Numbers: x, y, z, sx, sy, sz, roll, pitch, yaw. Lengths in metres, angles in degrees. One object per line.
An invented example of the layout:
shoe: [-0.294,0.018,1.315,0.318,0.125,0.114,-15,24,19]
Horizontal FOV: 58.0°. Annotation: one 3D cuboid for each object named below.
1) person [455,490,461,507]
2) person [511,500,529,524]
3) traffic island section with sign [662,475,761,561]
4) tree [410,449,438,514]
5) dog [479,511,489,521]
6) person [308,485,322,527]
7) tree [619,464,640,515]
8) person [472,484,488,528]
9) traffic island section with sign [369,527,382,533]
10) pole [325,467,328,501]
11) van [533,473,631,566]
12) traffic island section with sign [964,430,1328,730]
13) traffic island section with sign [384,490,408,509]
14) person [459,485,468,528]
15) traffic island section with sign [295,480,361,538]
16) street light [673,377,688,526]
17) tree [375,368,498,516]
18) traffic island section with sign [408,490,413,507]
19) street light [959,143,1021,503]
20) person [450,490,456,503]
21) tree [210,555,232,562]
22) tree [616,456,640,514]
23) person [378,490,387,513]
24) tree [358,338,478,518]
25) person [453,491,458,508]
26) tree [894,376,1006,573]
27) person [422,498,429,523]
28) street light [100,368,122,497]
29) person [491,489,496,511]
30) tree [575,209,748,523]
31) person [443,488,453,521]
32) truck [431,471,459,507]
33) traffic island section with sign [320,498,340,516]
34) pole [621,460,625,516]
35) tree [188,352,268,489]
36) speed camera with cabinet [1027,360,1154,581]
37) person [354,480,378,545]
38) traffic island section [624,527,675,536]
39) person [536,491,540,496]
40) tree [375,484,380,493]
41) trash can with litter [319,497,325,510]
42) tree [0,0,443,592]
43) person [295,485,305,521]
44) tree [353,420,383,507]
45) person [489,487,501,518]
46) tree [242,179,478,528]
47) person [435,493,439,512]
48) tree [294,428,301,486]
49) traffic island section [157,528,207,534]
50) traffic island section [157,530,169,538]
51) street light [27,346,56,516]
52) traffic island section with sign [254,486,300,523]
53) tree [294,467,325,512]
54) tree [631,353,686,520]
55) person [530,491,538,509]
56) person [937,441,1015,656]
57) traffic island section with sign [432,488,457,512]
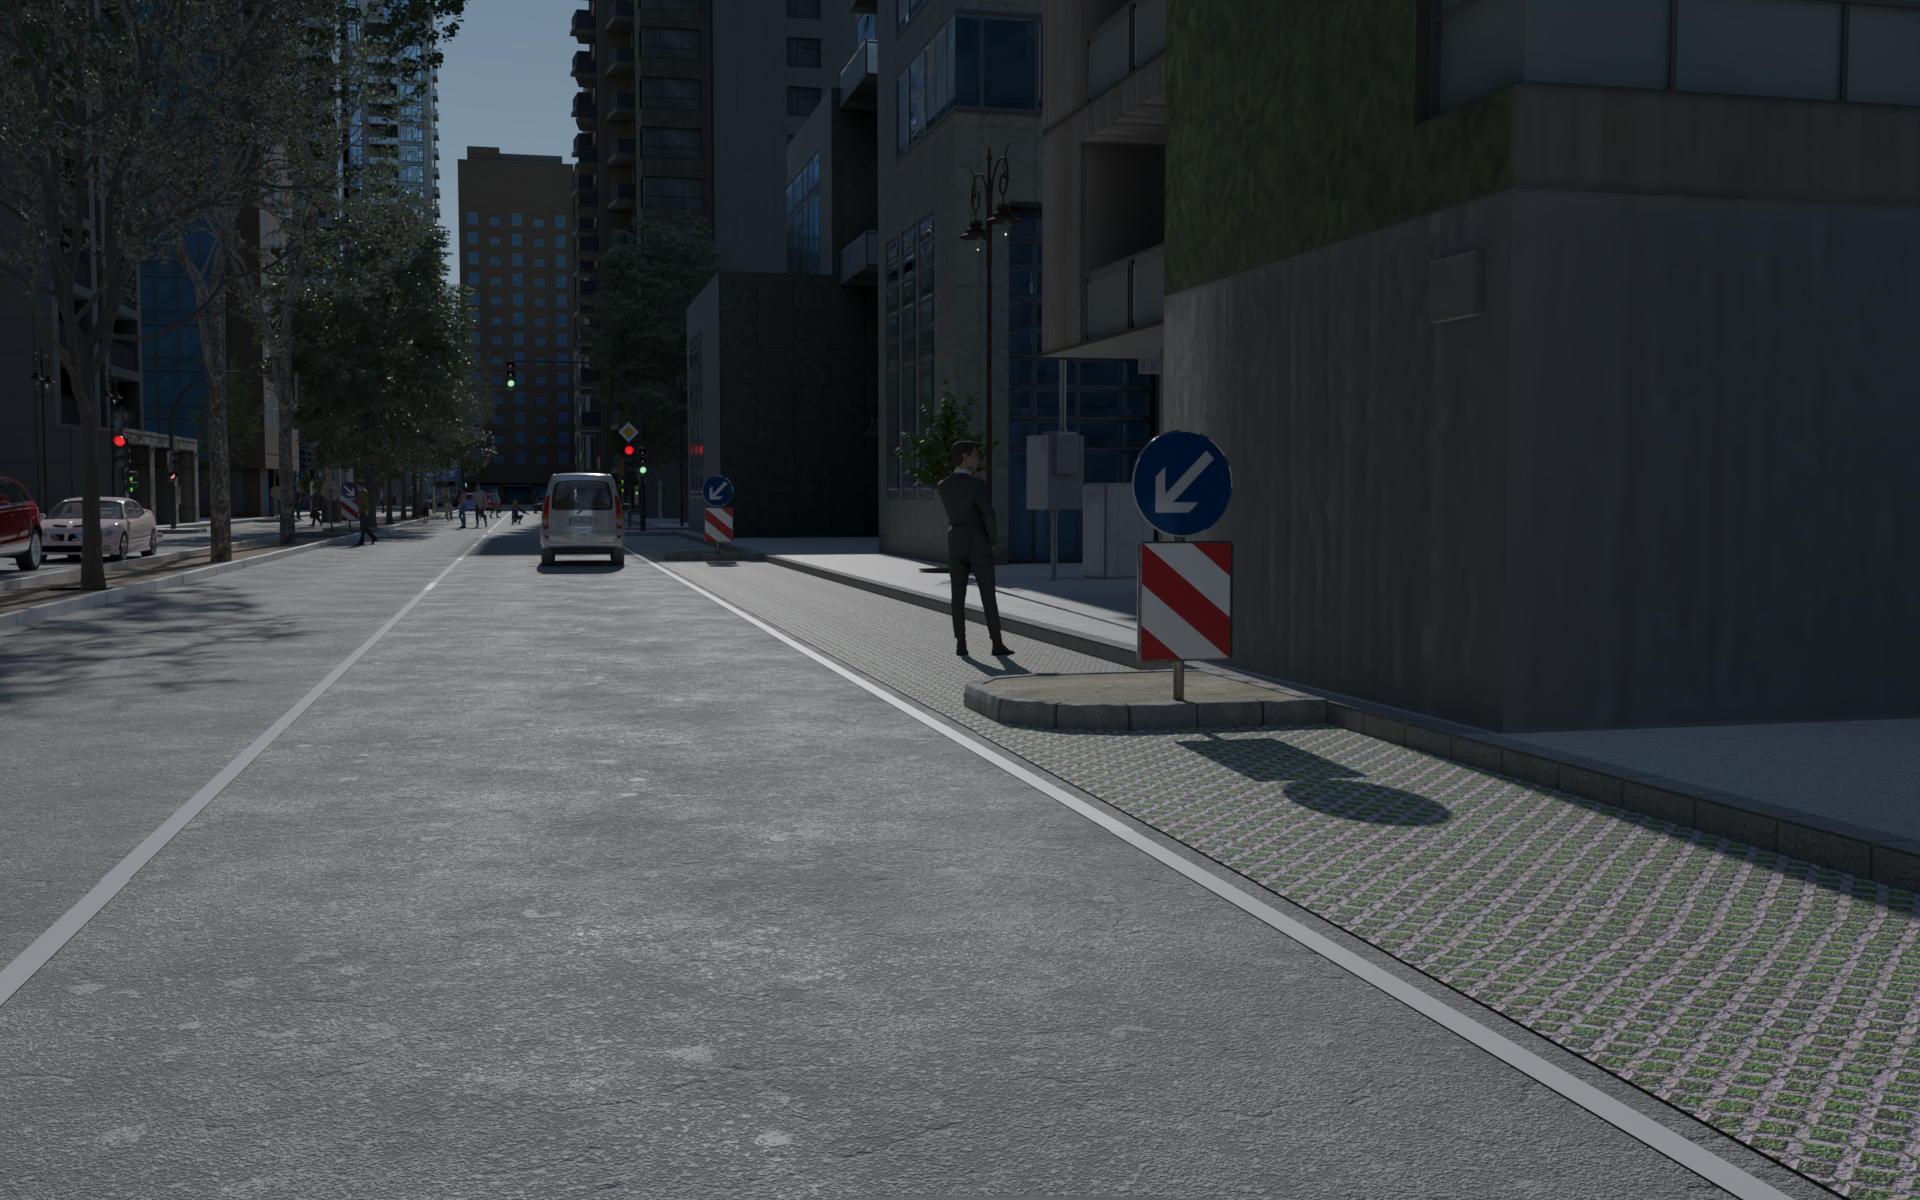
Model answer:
person: [-42.496,-8.410,146.682,0.721,1.739,1.217,-2,4,-35]
person: [-20.993,-4.185,82.424,1.012,1.151,0.738,-3,5,-39]
traffic island section with sign: [-5.461,-1.782,37.770,1.989,1.847,2.006,-1,4,-14]
tree: [-36.918,-10.305,121.311,4.360,8.622,3.978,0,3,0]
dog: [-25.824,-4.555,93.768,0.406,0.507,0.540,1,4,10]
person: [-28.225,-4.125,75.910,0.622,1.834,0.822,3,5,40]
tree: [-20.157,-6.921,107.753,1.663,3.219,1.824,0,3,0]
person: [-20.510,-4.015,73.995,0.661,1.843,0.795,0,4,7]
traffic island section with sign: [-22.792,-3.470,64.863,2.006,1.907,1.989,-1,4,-14]
pole: [-45.938,-8.058,125.598,0.158,3.312,0.155,0,3,0]
van: [-7.846,-1.772,35.989,2.013,2.044,4.112,-1,4,-12]
traffic island section with sign: [1.092,-0.171,11.422,1.989,1.847,2.006,-1,4,-14]
traffic island section with sign: [-53.166,-9.414,162.544,1.989,1.847,2.006,-1,4,-14]
person: [-20.754,-3.902,72.315,0.388,1.821,0.555,-1,4,-21]
traffic island section with sign: [-21.015,-3.030,57.671,2.006,1.907,1.989,-1,4,-14]
street light: [-11.032,-5.857,68.549,0.468,5.910,1.993,-1,4,-14]
tree: [-35.089,-11.819,112.708,9.611,12.733,9.660,0,3,0]
traffic island section with sign: [-59.677,-11.014,188.704,1.989,1.847,2.006,-1,4,-14]
street light: [0.390,-3.088,23.271,0.468,5.910,1.993,-1,4,-14]
person: [-50.154,-9.908,170.505,1.348,1.823,0.705,2,4,33]
tree: [-17.049,-10.905,36.646,12.611,20.169,13.585,0,3,0]
tree: [-20.501,-7.813,111.449,4.285,4.588,4.351,0,3,0]
person: [-43.249,-7.385,129.637,0.661,1.777,0.834,0,4,4]
tree: [-32.500,-10.705,103.232,9.928,11.665,9.643,0,3,0]
person: [-53.708,-10.720,184.478,1.217,1.736,0.721,1,4,17]
tree: [-0.215,-2.077,28.567,1.663,3.219,1.824,0,3,0]
person: [-26.207,-4.387,84.901,0.362,1.253,0.373,0,4,4]
street light: [-30.982,-5.536,63.306,0.468,5.910,1.993,-1,4,-14]
person: [-38.465,-8.212,142.852,1.350,1.814,0.705,2,4,35]
tree: [-12.204,-10.453,77.566,9.857,13.997,8.962,0,3,0]
person: [-27.198,-5.078,92.069,0.519,1.759,0.362,-3,4,-36]
truck: [-60.153,-13.028,202.761,2.967,4.110,18.799,-1,4,-16]
traffic island section with sign: [-41.155,-6.456,114.176,1.989,1.847,2.006,-1,4,-14]
pole: [-19.926,-6.632,102.281,0.158,3.312,0.155,0,3,0]
tree: [-38.383,-8.570,90.486,4.737,8.622,4.395,0,3,0]
speed camera with cabinet: [1.979,-1.946,26.149,2.038,3.252,0.660,-2,4,-34]
person: [-16.743,-2.463,48.673,0.656,1.842,0.836,2,4,33]
traffic island section: [-10.955,-2.302,59.914,2.009,0.180,2.903,-1,4,-14]
person: [-51.979,-12.486,212.660,1.348,1.822,0.705,-2,4,-24]
tree: [-60.746,-11.266,178.805,1.663,3.219,1.824,0,3,0]
trash can with litter: [-49.673,-7.529,134.490,1.055,1.170,0.624,-2,4,-26]
tree: [-12.785,-6.869,25.142,12.009,13.543,11.850,0,3,0]
person: [-35.224,-5.175,92.472,0.474,1.900,0.648,-1,4,-9]
tree: [-58.543,-15.546,172.297,7.486,12.596,7.792,0,3,0]
person: [-27.725,-5.800,103.195,0.748,1.841,0.638,-2,4,-25]
tree: [-23.984,-9.831,69.850,9.857,13.997,8.962,0,3,0]
person: [-40.553,-7.517,133.991,0.523,1.515,0.503,-1,4,-13]
tree: [-44.233,-9.864,111.634,4.737,8.622,4.395,0,3,0]
traffic island section: [-28.937,-2.533,63.695,2.009,0.180,2.903,-1,4,-14]
traffic island section: [-27.011,-2.059,55.944,2.009,0.180,2.903,-1,4,-14]
street light: [-28.741,-4.989,54.355,0.468,5.910,1.993,-1,4,-14]
traffic island section with sign: [-34.597,-4.840,87.766,1.989,1.847,2.006,-1,4,-14]
tree: [-46.218,-7.855,123.031,1.663,3.219,1.824,0,3,0]
tree: [-14.786,-8.323,86.447,4.737,8.622,4.395,0,3,0]
person: [-40.050,-9.434,163.306,0.990,1.755,0.434,-1,4,-16]
person: [0.121,-0.460,15.381,0.648,1.900,0.474,2,4,30]
traffic island section with sign: [-40.920,-7.930,137.790,2.006,1.907,1.989,-1,4,-14]
